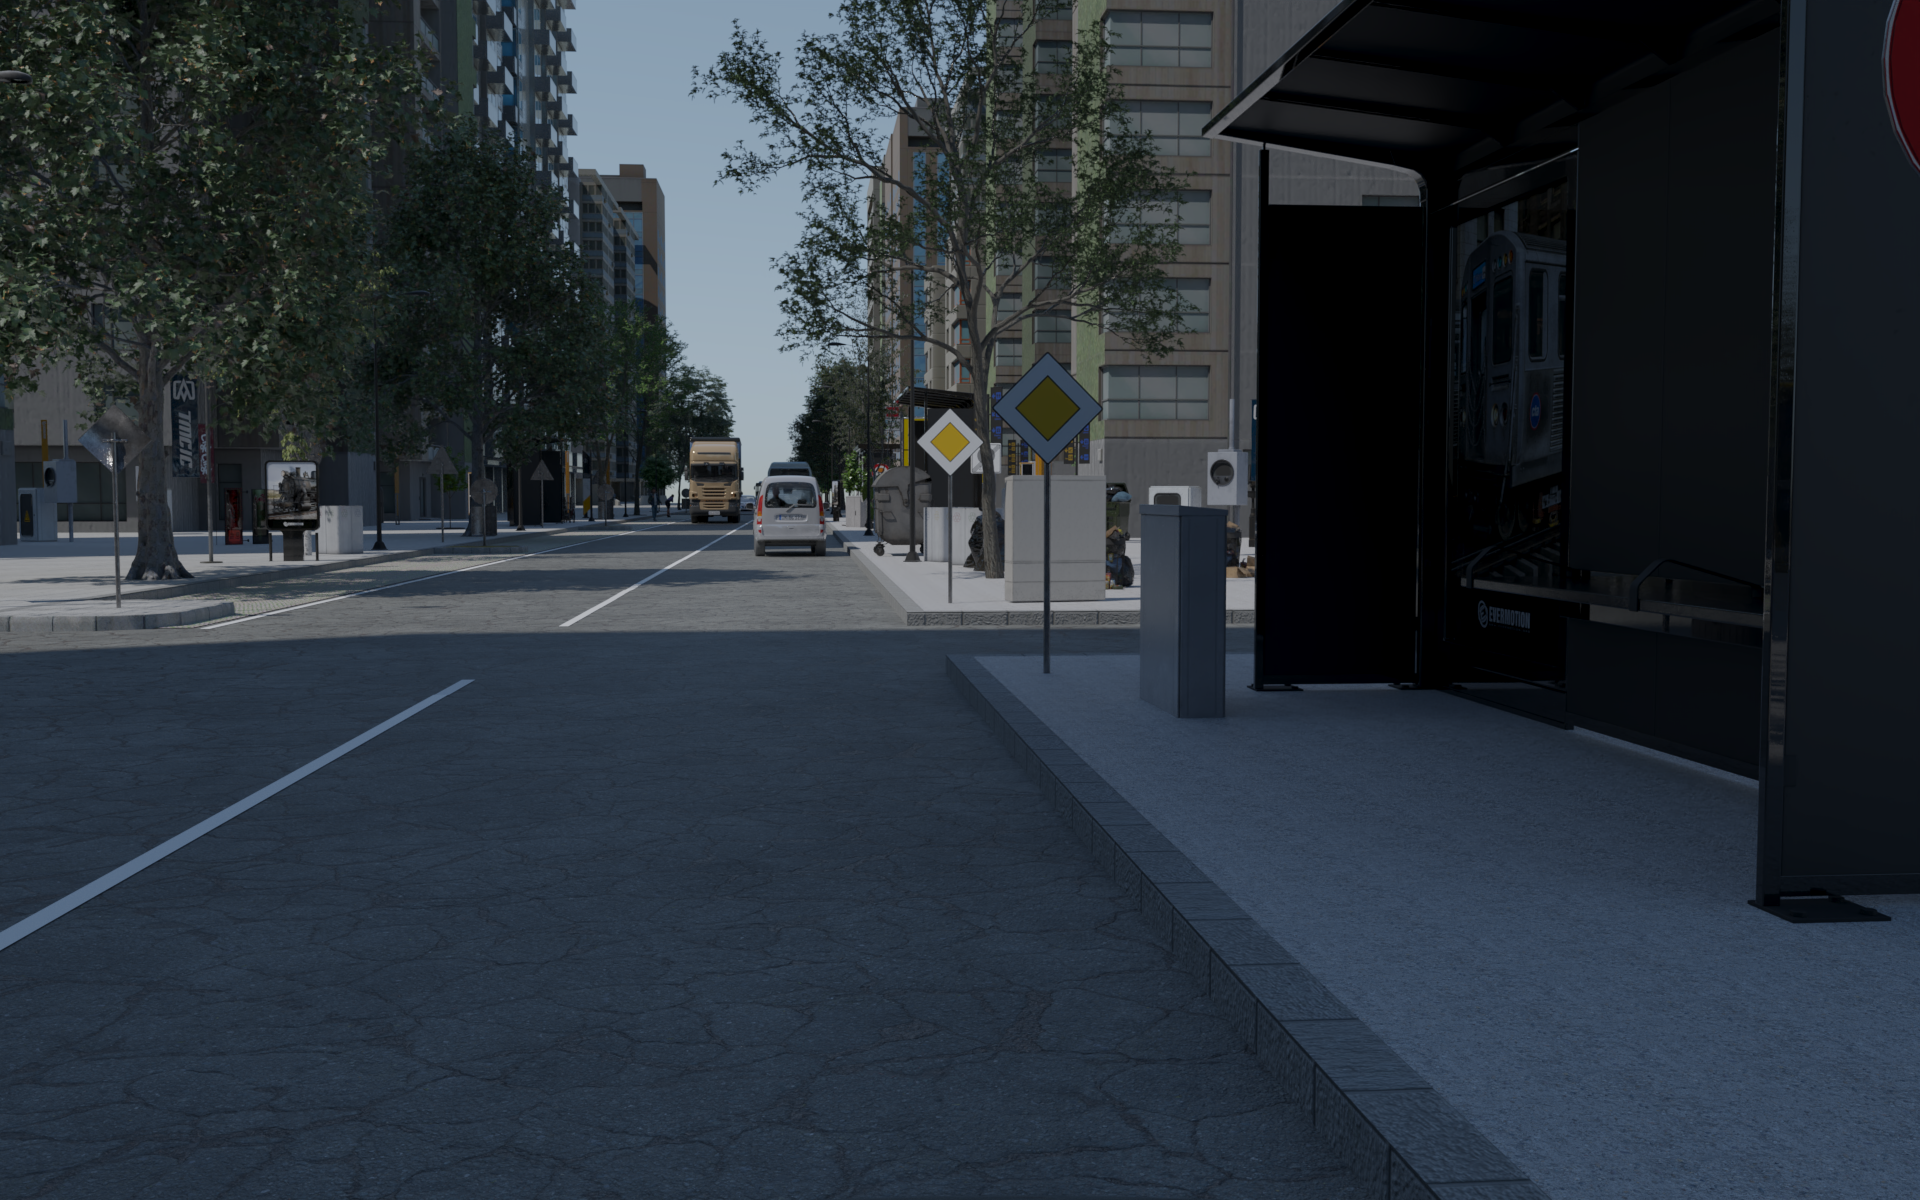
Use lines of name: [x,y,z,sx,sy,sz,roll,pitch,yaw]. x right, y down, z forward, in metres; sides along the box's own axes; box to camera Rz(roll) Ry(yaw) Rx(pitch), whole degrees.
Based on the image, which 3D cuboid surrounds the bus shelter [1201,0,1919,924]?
bus shelter: [2.693,-1.039,8.264,1.731,3.624,6.357,0,4,-5]

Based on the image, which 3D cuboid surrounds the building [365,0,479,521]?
building: [-31.852,-24.494,84.072,14.154,41.232,14.086,0,4,-5]

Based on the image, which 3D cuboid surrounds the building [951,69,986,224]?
building: [11.984,-28.195,152.873,32.217,40.220,23.993,0,4,-5]

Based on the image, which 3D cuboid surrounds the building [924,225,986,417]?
building: [12.214,-17.232,126.780,27.650,21.520,28.899,0,4,-5]

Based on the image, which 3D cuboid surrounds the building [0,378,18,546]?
building: [-30.274,-21.508,35.245,14.154,41.232,14.086,0,4,-5]

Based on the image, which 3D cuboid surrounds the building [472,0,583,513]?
building: [-42.495,-31.656,137.179,23.786,49.044,30.456,0,4,-5]

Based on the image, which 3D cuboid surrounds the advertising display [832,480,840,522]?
advertising display: [-5.779,-4.620,80.744,0.123,1.923,0.974,-1,4,-20]

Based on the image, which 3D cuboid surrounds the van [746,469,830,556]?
van: [-4.085,-2.095,41.265,2.013,2.044,4.112,0,4,-7]

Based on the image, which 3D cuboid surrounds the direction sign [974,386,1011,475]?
direction sign: [0.595,-2.742,36.826,0.379,3.537,0.876,-3,5,-42]

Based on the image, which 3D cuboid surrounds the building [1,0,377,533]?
building: [-30.092,-17.781,62.413,14.160,30.474,14.107,0,4,-5]

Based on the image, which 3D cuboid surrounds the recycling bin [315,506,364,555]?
recycling bin: [-13.327,-1.506,37.177,0.722,1.027,0.722,2,4,27]

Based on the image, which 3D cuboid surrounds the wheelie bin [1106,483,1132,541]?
wheelie bin: [4.265,-2.414,47.372,0.980,1.594,0.693,3,4,36]

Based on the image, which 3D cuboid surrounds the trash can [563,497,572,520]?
trash can: [-19.523,-4.527,85.663,0.748,1.137,0.748,0,3,0]

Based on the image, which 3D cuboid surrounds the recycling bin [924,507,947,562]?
recycling bin: [-0.218,-1.246,32.919,0.722,1.027,0.722,-2,4,-31]

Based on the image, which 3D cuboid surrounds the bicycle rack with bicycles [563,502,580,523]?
bicycle rack with bicycles: [-18.152,-3.913,77.361,2.852,0.926,2.925,0,4,3]

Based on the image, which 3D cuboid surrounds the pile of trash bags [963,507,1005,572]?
pile of trash bags: [1.106,-1.176,28.978,1.912,1.369,3.447,0,4,-5]

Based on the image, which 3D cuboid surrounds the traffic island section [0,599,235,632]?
traffic island section: [-9.497,0.170,19.506,2.009,0.180,2.903,0,4,-5]

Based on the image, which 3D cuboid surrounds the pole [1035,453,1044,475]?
pole: [1.550,-2.407,33.199,0.158,3.312,0.155,0,3,0]

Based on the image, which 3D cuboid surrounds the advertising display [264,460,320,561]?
advertising display: [-12.733,-1.703,33.054,0.974,1.923,0.123,0,4,-8]

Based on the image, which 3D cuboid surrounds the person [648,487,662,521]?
person: [-16.123,-5.045,91.335,0.721,1.781,0.623,3,4,36]

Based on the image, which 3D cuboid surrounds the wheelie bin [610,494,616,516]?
wheelie bin: [-19.072,-5.247,93.691,0.980,1.594,0.693,1,4,8]

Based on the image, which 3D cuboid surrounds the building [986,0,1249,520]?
building: [8.362,-25.715,104.038,14.154,41.232,14.086,0,4,-5]

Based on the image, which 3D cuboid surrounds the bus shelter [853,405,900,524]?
bus shelter: [-3.545,-6.025,76.145,2.179,5.291,8.768,0,4,-5]

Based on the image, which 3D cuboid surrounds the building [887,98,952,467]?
building: [-0.342,-33.453,197.059,14.600,45.320,14.200,0,4,-5]

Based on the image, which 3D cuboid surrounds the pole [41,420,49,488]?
pole: [-25.101,-3.285,47.561,0.158,3.312,0.155,0,3,0]

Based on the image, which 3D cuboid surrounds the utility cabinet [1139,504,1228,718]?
utility cabinet: [1.333,0.048,10.384,0.306,1.237,1.020,0,4,-7]

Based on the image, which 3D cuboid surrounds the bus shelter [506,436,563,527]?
bus shelter: [-17.355,-4.910,71.567,1.731,3.624,6.357,0,4,-5]

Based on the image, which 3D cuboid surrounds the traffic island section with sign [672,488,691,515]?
traffic island section with sign: [-18.650,-6.707,118.288,1.989,1.847,2.006,0,4,-5]

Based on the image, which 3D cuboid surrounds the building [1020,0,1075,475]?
building: [9.921,-19.435,89.471,14.160,30.474,14.107,0,4,-5]

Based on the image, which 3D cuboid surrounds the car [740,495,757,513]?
car: [-15.115,-6.696,121.842,2.083,1.381,4.827,0,4,-6]

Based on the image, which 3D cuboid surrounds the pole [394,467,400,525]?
pole: [-23.337,-4.766,71.769,0.158,3.312,0.155,0,3,0]

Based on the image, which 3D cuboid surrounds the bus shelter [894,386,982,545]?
bus shelter: [-0.538,-3.030,40.820,1.731,3.624,6.357,0,4,-5]

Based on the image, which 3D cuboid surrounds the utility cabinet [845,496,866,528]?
utility cabinet: [-4.025,-3.407,66.863,0.306,1.237,1.020,-3,4,-37]

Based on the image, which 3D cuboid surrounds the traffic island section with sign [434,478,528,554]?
traffic island section with sign: [-11.597,-2.048,42.109,1.989,1.847,2.006,0,4,-5]

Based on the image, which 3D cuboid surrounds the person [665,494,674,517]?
person: [-17.762,-5.767,106.021,0.421,1.427,0.697,2,4,34]

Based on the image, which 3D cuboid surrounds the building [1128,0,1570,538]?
building: [10.536,-22.808,56.501,14.154,41.232,14.086,0,4,-5]

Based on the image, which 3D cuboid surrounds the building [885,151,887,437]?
building: [-1.849,-34.315,211.154,14.600,45.320,14.200,0,4,-5]

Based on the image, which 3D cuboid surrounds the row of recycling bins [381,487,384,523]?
row of recycling bins: [-25.918,-4.229,76.254,1.069,1.692,3.534,-1,4,-15]

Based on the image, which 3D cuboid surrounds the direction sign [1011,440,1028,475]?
direction sign: [2.422,-4.906,72.202,0.876,3.537,0.379,-1,4,-11]

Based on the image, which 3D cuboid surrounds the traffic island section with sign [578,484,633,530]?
traffic island section with sign: [-14.081,-3.689,68.950,1.989,1.847,2.006,0,4,-5]

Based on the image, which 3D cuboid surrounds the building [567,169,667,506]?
building: [-53.975,-32.233,218.885,32.217,40.220,23.993,0,4,-5]

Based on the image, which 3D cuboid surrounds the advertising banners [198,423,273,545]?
advertising banners: [-18.306,-2.903,43.655,0.090,3.025,2.074,2,4,34]

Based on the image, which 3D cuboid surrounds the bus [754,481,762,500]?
bus: [-26.856,-14.953,239.341,2.948,3.499,13.247,0,4,-5]

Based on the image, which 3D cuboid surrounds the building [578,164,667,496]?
building: [-47.951,-35.983,238.427,14.600,45.320,14.200,0,4,-5]

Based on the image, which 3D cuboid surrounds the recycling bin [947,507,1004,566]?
recycling bin: [0.308,-1.145,31.280,0.722,1.027,0.722,3,4,36]

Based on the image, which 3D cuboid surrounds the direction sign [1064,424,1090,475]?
direction sign: [3.022,-3.234,44.872,0.379,3.537,0.876,-3,5,-45]

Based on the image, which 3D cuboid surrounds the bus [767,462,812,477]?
bus: [-10.457,-6.785,105.787,2.948,3.499,13.247,0,4,-6]

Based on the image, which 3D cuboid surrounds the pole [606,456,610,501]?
pole: [-18.712,-6.007,92.060,0.158,3.312,0.155,0,3,0]

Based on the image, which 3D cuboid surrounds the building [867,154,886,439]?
building: [-1.960,-37.922,243.721,21.300,48.544,21.600,0,4,-5]

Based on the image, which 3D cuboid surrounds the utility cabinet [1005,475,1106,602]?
utility cabinet: [1.132,-0.730,20.619,1.173,1.500,0.318,-1,4,-17]

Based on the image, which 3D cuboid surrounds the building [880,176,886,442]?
building: [-3.445,-33.159,225.748,14.154,41.232,14.086,0,4,-5]

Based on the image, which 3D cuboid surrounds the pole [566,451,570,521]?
pole: [-18.688,-5.423,82.509,0.158,3.312,0.155,0,3,0]

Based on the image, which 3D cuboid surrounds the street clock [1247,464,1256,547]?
street clock: [7.073,-2.277,41.797,0.358,2.002,0.471,0,4,5]
